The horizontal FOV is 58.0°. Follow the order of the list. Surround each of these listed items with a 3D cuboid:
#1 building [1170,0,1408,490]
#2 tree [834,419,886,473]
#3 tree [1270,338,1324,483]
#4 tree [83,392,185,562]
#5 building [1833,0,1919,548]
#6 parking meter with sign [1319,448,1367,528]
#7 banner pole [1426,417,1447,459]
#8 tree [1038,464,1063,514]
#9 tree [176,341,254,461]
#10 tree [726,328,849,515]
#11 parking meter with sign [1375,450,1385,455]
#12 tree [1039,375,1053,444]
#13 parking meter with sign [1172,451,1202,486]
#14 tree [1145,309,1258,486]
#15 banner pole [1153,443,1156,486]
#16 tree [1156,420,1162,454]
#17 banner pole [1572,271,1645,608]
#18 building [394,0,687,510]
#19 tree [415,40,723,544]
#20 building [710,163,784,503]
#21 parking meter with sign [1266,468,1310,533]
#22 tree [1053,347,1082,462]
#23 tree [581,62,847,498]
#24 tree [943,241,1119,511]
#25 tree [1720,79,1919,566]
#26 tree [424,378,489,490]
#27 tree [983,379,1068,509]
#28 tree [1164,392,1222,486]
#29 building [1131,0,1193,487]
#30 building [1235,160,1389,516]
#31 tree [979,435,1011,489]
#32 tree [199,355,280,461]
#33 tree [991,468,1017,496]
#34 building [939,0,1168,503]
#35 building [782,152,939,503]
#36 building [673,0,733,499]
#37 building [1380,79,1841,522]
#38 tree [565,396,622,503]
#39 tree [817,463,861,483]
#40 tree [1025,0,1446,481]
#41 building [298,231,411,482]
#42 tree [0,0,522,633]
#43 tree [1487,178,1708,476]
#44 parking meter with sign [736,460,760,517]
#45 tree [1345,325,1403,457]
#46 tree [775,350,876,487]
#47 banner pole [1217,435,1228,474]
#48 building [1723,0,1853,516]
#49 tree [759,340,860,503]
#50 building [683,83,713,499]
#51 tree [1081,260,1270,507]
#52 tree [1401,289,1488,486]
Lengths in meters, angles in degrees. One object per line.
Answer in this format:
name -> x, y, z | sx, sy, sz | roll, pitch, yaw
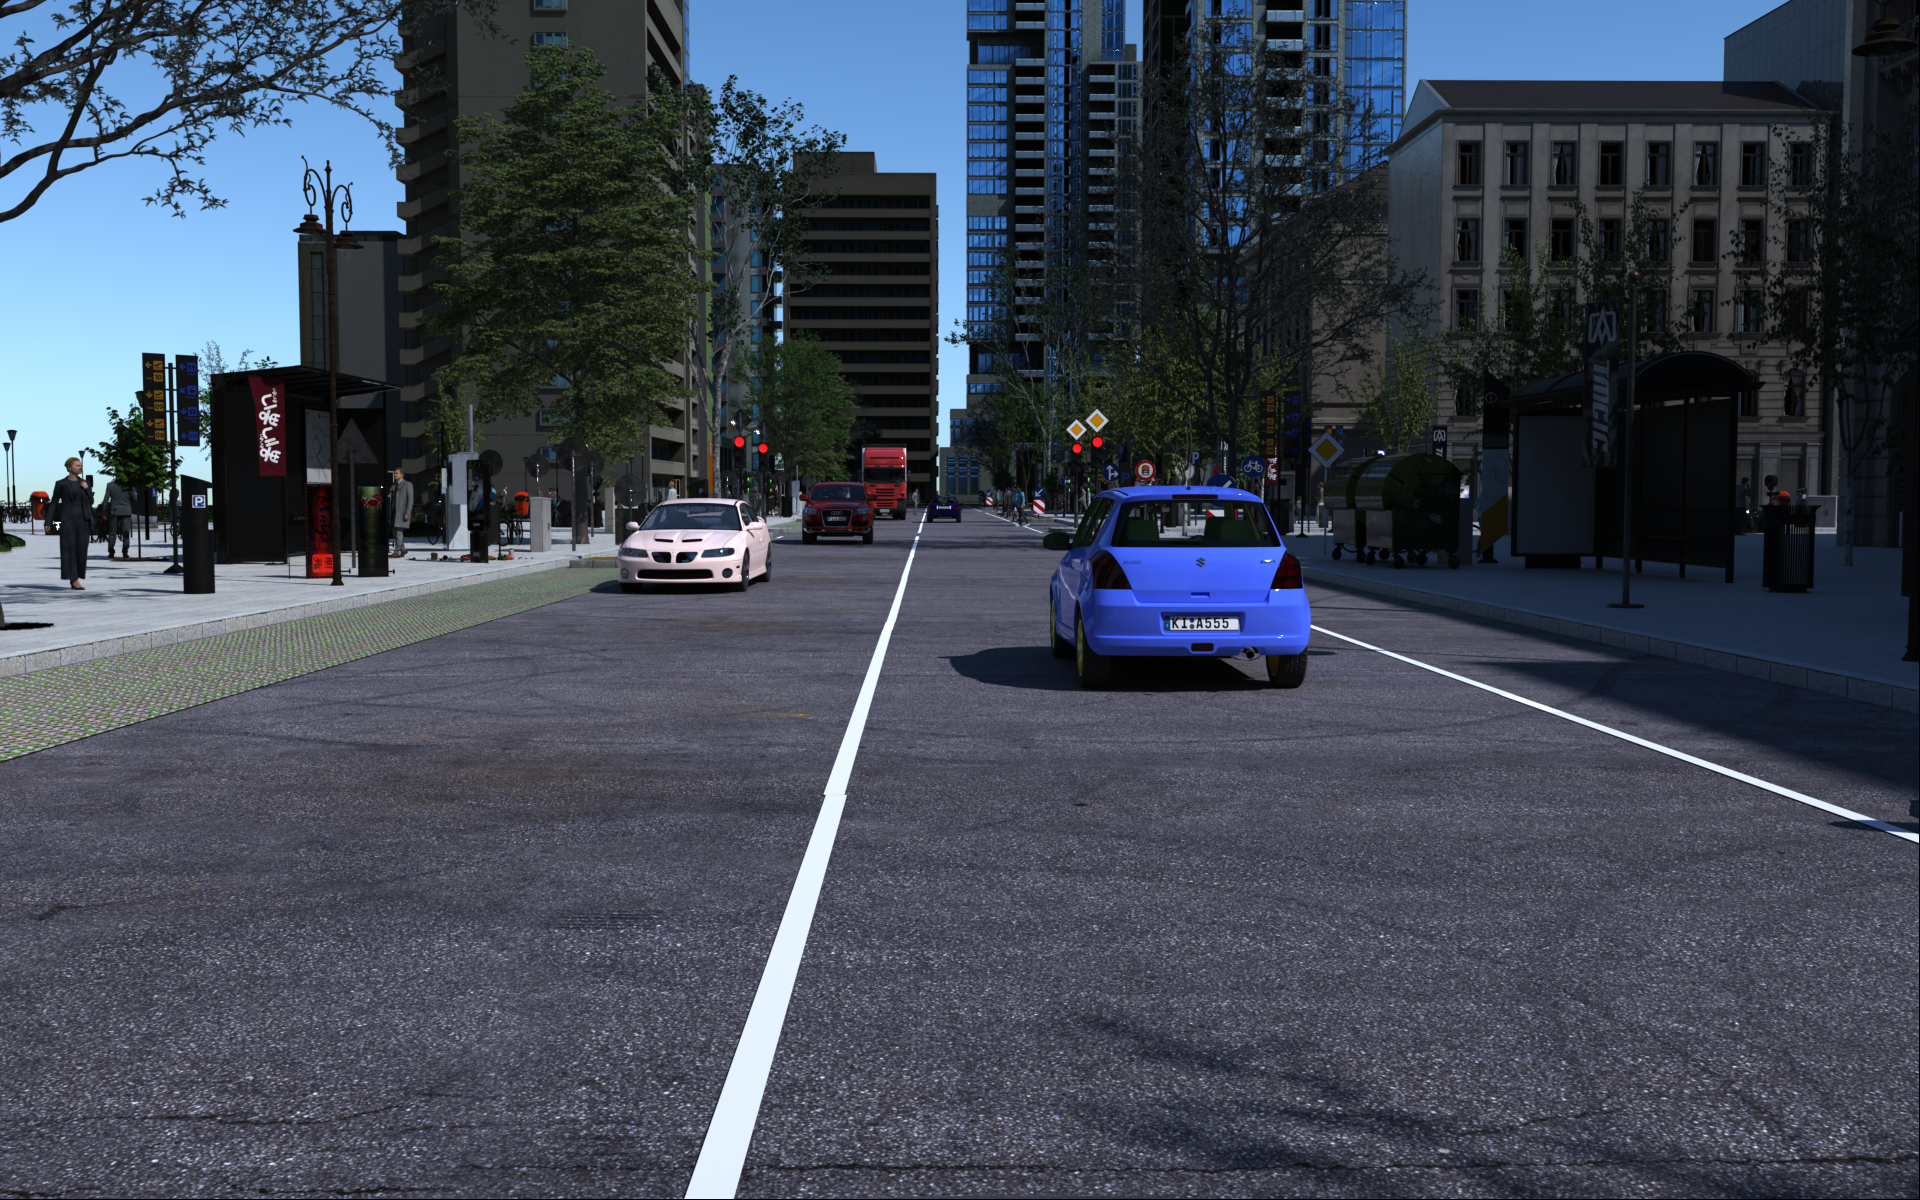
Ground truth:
building -> 29.779, -52.094, 164.413 | 22.319, 86.520, 31.000 | 0, 4, -1
tree -> -12.220, -17.240, 216.278 | 8.767, 10.594, 7.601 | 1, 4, 20
tree -> 14.075, -8.024, 81.559 | 4.737, 8.622, 4.395 | 0, 3, 0
tree -> -15.691, -2.357, 33.134 | 1.663, 3.219, 1.824 | 0, 3, 0
building -> 27.848, -11.571, 30.989 | 13.314, 21.916, 24.055 | 0, 4, -1
parking meter with sign -> 14.481, -4.238, 65.551 | 1.738, 3.016, 0.543 | 1, 4, 10
banner pole -> 15.368, -4.045, 56.156 | 0.863, 3.779, 0.401 | 1, 4, 8
tree -> 6.023, -7.134, 111.234 | 1.663, 3.219, 1.824 | 0, 3, 0
tree -> -35.055, -8.095, 82.722 | 4.360, 8.622, 3.978 | 0, 3, 0
tree -> -10.799, -11.192, 108.747 | 9.928, 11.665, 9.643 | 0, 3, 0
parking meter with sign -> 17.145, -4.385, 67.954 | 0.543, 3.016, 1.738 | -3, 4, -39
tree -> 6.197, -8.251, 85.273 | 4.737, 8.622, 4.395 | 0, 3, 0
parking meter with sign -> 8.878, -4.489, 69.652 | 1.738, 3.016, 0.543 | -2, 4, -34
tree -> 15.055, -11.538, 106.781 | 7.486, 12.596, 7.792 | 0, 3, 0
banner pole -> 9.449, -5.760, 84.200 | 0.401, 3.779, 0.863 | 0, 4, 6
tree -> 16.178, -10.792, 126.809 | 4.360, 8.622, 3.978 | 0, 3, 0
banner pole -> 7.416, -1.816, 19.703 | 0.401, 3.779, 0.863 | -2, 4, -33
building -> -36.017, -32.178, 149.814 | 21.300, 48.544, 21.600 | 0, 4, -1
tree -> -9.942, -7.729, 44.504 | 7.486, 12.596, 7.792 | 0, 3, 0
building -> -40.330, -38.431, 247.958 | 30.456, 49.044, 23.786 | 0, 4, -1
parking meter with sign -> 10.790, -3.758, 57.700 | 1.738, 3.016, 0.543 | 1, 4, 9
tree -> 7.373, -7.630, 75.118 | 4.737, 8.622, 4.395 | 0, 3, 0
tree -> -11.110, -13.470, 76.118 | 12.611, 20.169, 13.585 | 0, 3, 0
tree -> 5.630, -16.775, 130.168 | 12.611, 20.169, 13.585 | 0, 3, 0
tree -> 15.705, -4.902, 30.510 | 4.360, 8.622, 3.978 | 0, 3, 0
tree -> -30.307, -9.382, 103.754 | 4.737, 8.622, 4.395 | 0, 3, 0
tree -> 5.918, -13.936, 153.613 | 9.928, 11.665, 9.643 | 0, 3, 0
tree -> 16.074, -10.101, 115.513 | 4.360, 8.622, 3.978 | 0, 3, 0
building -> 29.224, -46.017, 190.632 | 20.563, 71.187, 20.611 | 0, 4, -1
building -> 24.520, -16.487, 120.474 | 10.553, 20.767, 40.483 | 0, 4, -1
tree -> 4.231, -15.167, 198.336 | 4.737, 8.622, 4.395 | 0, 3, 0
tree -> -16.455, -3.504, 41.012 | 4.285, 4.588, 4.351 | 0, 3, 0
tree -> 5.059, -13.628, 206.536 | 4.285, 4.588, 4.351 | 0, 3, 0
building -> 12.549, -57.123, 246.625 | 31.000, 86.520, 22.319 | 0, 4, -1
building -> -13.896, -38.172, 247.820 | 21.600, 48.544, 21.300 | 0, 4, -1
building -> -41.895, -53.572, 188.578 | 31.000, 86.520, 22.319 | 0, 4, -1
building -> 30.464, -14.315, 83.207 | 18.267, 20.994, 9.793 | 0, 4, -1
tree -> -25.298, -10.352, 119.617 | 4.737, 8.622, 4.395 | 0, 3, 0
tree -> -11.562, -10.702, 158.696 | 4.285, 4.588, 4.351 | 0, 3, 0
tree -> 6.873, -8.177, 44.063 | 12.009, 13.543, 11.850 | 0, 3, 0
building -> -64.515, -25.832, 194.060 | 14.107, 30.474, 14.160 | 0, 4, -1
tree -> -9.392, -6.457, 15.939 | 12.009, 13.543, 11.850 | 0, 3, 0
tree -> 15.635, -5.572, 41.463 | 4.737, 8.622, 4.395 | 0, 3, 0
parking meter with sign -> -11.067, -5.629, 88.293 | 1.738, 3.016, 0.543 | -1, 4, -15
tree -> 18.383, -7.465, 72.409 | 4.737, 8.622, 4.395 | 0, 3, 0
tree -> -11.831, -14.040, 139.923 | 12.009, 13.543, 11.850 | 0, 3, 0
banner pole -> 10.190, -4.739, 67.506 | 0.863, 3.779, 0.401 | -3, 5, -40
building -> 49.544, -16.294, 84.434 | 19.932, 24.808, 12.078 | 0, 4, -1
tree -> -11.138, -12.798, 127.375 | 7.486, 12.596, 7.792 | 0, 3, 0
building -> -31.898, -29.622, 167.917 | 14.154, 41.232, 14.086 | 0, 4, -1
tree -> 6.629, -6.259, 52.705 | 4.737, 8.622, 4.395 | 0, 3, 0
tree -> 15.773, -6.061, 49.464 | 4.737, 8.622, 4.395 | 0, 3, 0
